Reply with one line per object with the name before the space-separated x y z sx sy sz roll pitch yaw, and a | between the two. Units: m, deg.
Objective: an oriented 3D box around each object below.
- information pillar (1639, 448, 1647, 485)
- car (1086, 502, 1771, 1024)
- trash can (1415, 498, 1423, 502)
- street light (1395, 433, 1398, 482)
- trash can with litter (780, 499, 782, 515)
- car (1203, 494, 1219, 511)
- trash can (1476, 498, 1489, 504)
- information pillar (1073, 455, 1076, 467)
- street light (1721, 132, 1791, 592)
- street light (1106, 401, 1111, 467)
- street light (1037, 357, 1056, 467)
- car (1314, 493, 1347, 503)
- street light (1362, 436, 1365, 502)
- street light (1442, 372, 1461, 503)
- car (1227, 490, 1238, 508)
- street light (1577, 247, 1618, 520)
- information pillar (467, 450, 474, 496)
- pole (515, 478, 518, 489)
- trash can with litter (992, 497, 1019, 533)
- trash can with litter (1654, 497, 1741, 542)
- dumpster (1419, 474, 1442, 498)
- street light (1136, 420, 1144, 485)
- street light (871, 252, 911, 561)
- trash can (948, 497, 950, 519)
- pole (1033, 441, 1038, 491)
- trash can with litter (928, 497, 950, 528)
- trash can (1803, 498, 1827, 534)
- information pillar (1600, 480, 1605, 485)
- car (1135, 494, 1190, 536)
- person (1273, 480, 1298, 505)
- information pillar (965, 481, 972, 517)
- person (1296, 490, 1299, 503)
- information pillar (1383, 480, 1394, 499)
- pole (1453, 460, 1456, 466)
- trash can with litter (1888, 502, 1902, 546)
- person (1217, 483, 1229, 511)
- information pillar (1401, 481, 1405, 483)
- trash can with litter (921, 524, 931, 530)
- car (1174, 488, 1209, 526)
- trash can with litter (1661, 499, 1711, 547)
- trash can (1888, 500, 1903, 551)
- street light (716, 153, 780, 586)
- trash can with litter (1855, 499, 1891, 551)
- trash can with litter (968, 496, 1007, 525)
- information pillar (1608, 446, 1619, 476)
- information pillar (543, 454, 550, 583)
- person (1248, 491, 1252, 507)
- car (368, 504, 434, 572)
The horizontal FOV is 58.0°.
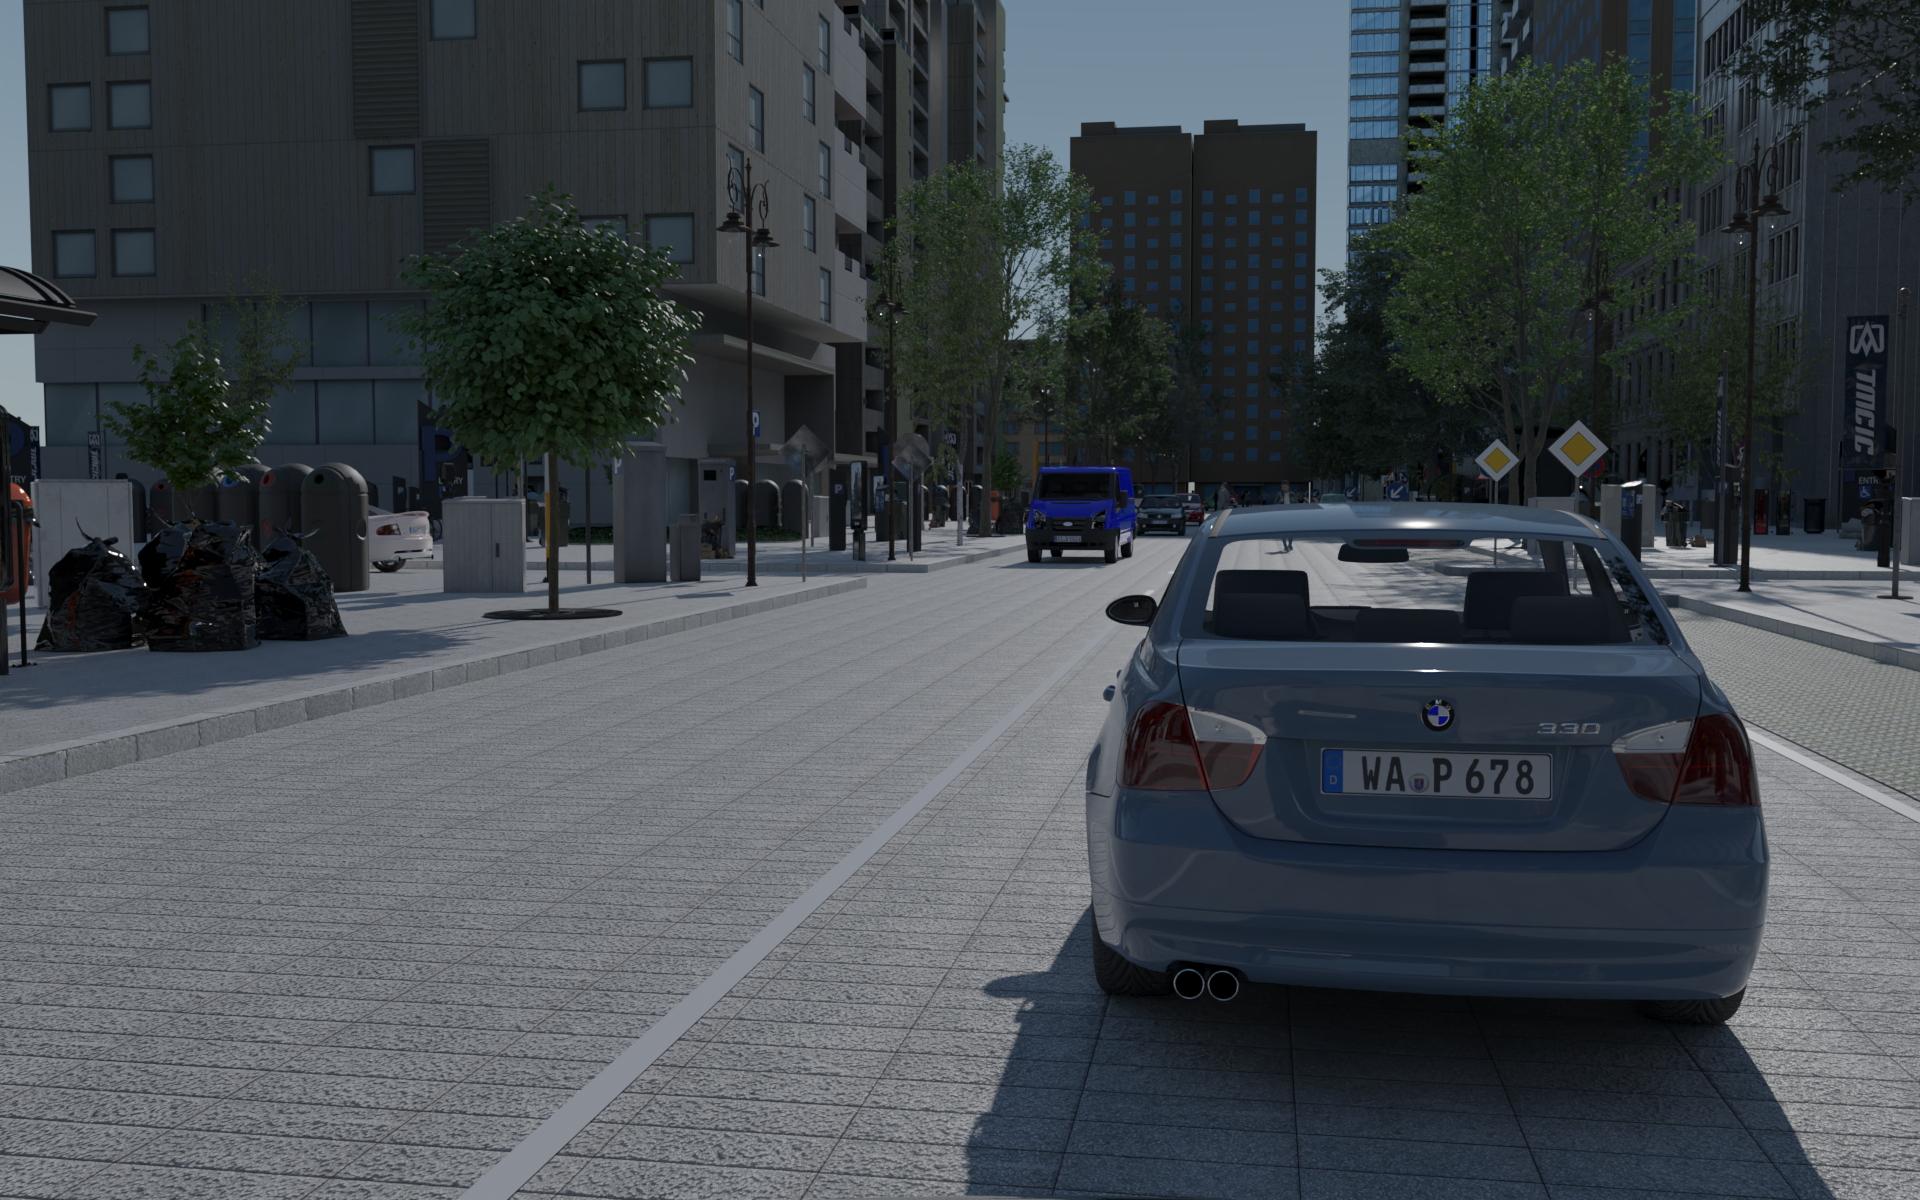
information pillar | 34.969 -5.953 88.682 0.183 3.616 0.504 -1 4 -18
car | 1.469 0.362 6.092 2.014 1.417 4.499 1 4 10
trash can | 17.405 -3.260 64.953 0.748 1.137 0.748 0 3 0
street light | 20.214 -6.572 80.240 0.468 5.910 1.993 1 4 10
trash can with litter | -6.229 -2.746 56.283 0.624 1.170 1.055 3 5 41
car | 21.649 -8.440 146.795 1.959 1.807 4.718 1 4 11
trash can | 19.292 -3.210 64.139 0.748 1.137 0.748 0 3 0
information pillar | 6.856 -6.864 103.585 0.183 3.616 0.504 1 4 19
street light | 10.325 -3.048 22.616 0.468 5.910 1.993 1 4 10
street light | 6.903 -6.631 81.201 0.468 5.910 1.993 1 4 10
street light | 2.840 -5.154 57.054 0.468 5.910 1.993 1 4 10
car | 20.326 -5.235 94.388 1.959 1.807 4.718 1 4 10
street light | 24.269 -8.035 104.158 0.468 5.910 1.993 1 4 10
street light | 15.994 -5.116 56.435 0.468 5.910 1.993 1 4 10
car | 27.689 -10.448 179.498 2.281 1.827 5.304 1 4 12
street light | 11.972 -3.662 32.665 0.468 5.910 1.993 1 4 10
information pillar | -16.764 -4.128 58.847 0.504 3.616 0.183 0 4 4
pole | -13.862 -3.697 54.285 0.158 3.312 0.155 0 3 0
trash can with litter | 1.500 -2.833 57.711 1.055 1.170 0.624 -2 4 -26
trash can with litter | 19.980 -2.196 46.956 2.233 1.210 1.678 3 4 39
dumpster | 21.995 -4.727 79.776 1.502 2.255 1.985 1 4 10
street light | 10.982 -8.098 105.184 0.468 5.910 1.993 1 4 10
street light | -1.319 -3.702 33.308 0.468 5.910 1.993 1 4 10
trash can | -0.321 -4.742 89.185 0.748 1.137 0.748 0 3 0
pole | 2.891 -4.424 66.169 0.158 3.312 0.155 0 3 0
trash can with litter | -0.816 -3.361 66.341 0.624 1.170 1.055 1 4 17
trash can | 27.515 -2.698 55.762 0.748 1.137 0.748 0 3 0
information pillar | 33.092 -5.175 89.098 0.304 2.012 0.304 0 4 -1
car | 7.023 -3.103 60.513 2.009 1.686 4.222 1 4 8
person | 8.299 -2.153 44.046 0.623 1.781 0.721 -1 4 -13
information pillar | 0.482 -5.702 97.719 0.304 2.012 0.304 -3 5 -42
person | 32.559 -9.697 167.053 0.705 1.823 1.348 1 4 9
information pillar | 22.408 -5.245 90.241 0.304 2.012 0.304 -1 4 -22
pole | 29.706 -6.751 104.225 0.158 3.312 0.155 0 3 0
trash can with litter | 22.387 -1.799 40.795 1.055 1.170 0.624 -3 5 -43
person | 8.593 -2.945 56.839 0.473 1.802 0.592 3 5 43
information pillar | 24.539 -5.626 96.471 0.304 2.012 0.304 3 5 44
trash can with litter | -1.495 -3.125 62.156 1.678 1.210 2.233 0 4 2
car | 10.159 -4.239 78.344 2.155 1.783 4.494 1 4 9
trash can with litter | 17.560 -1.866 41.890 1.055 1.170 0.624 0 4 5
trash can | 21.443 -1.691 39.294 0.748 1.137 0.748 0 3 0
street light | -2.905 -3.130 23.964 0.468 5.910 1.993 1 4 10
trash can with litter | 20.464 -1.691 39.037 0.624 1.170 1.055 0 4 7
trash can with litter | 1.410 -3.662 70.934 2.233 1.210 1.678 2 4 30
information pillar | 31.698 -5.672 84.091 0.504 3.616 0.183 3 4 37
information pillar | -5.954 -2.058 25.003 0.183 3.616 0.504 -1 4 -15
person | 26.713 -9.209 159.989 0.530 1.710 0.541 -1 4 -13
car | -12.016 -1.168 31.467 4.827 1.381 2.083 1 4 11
